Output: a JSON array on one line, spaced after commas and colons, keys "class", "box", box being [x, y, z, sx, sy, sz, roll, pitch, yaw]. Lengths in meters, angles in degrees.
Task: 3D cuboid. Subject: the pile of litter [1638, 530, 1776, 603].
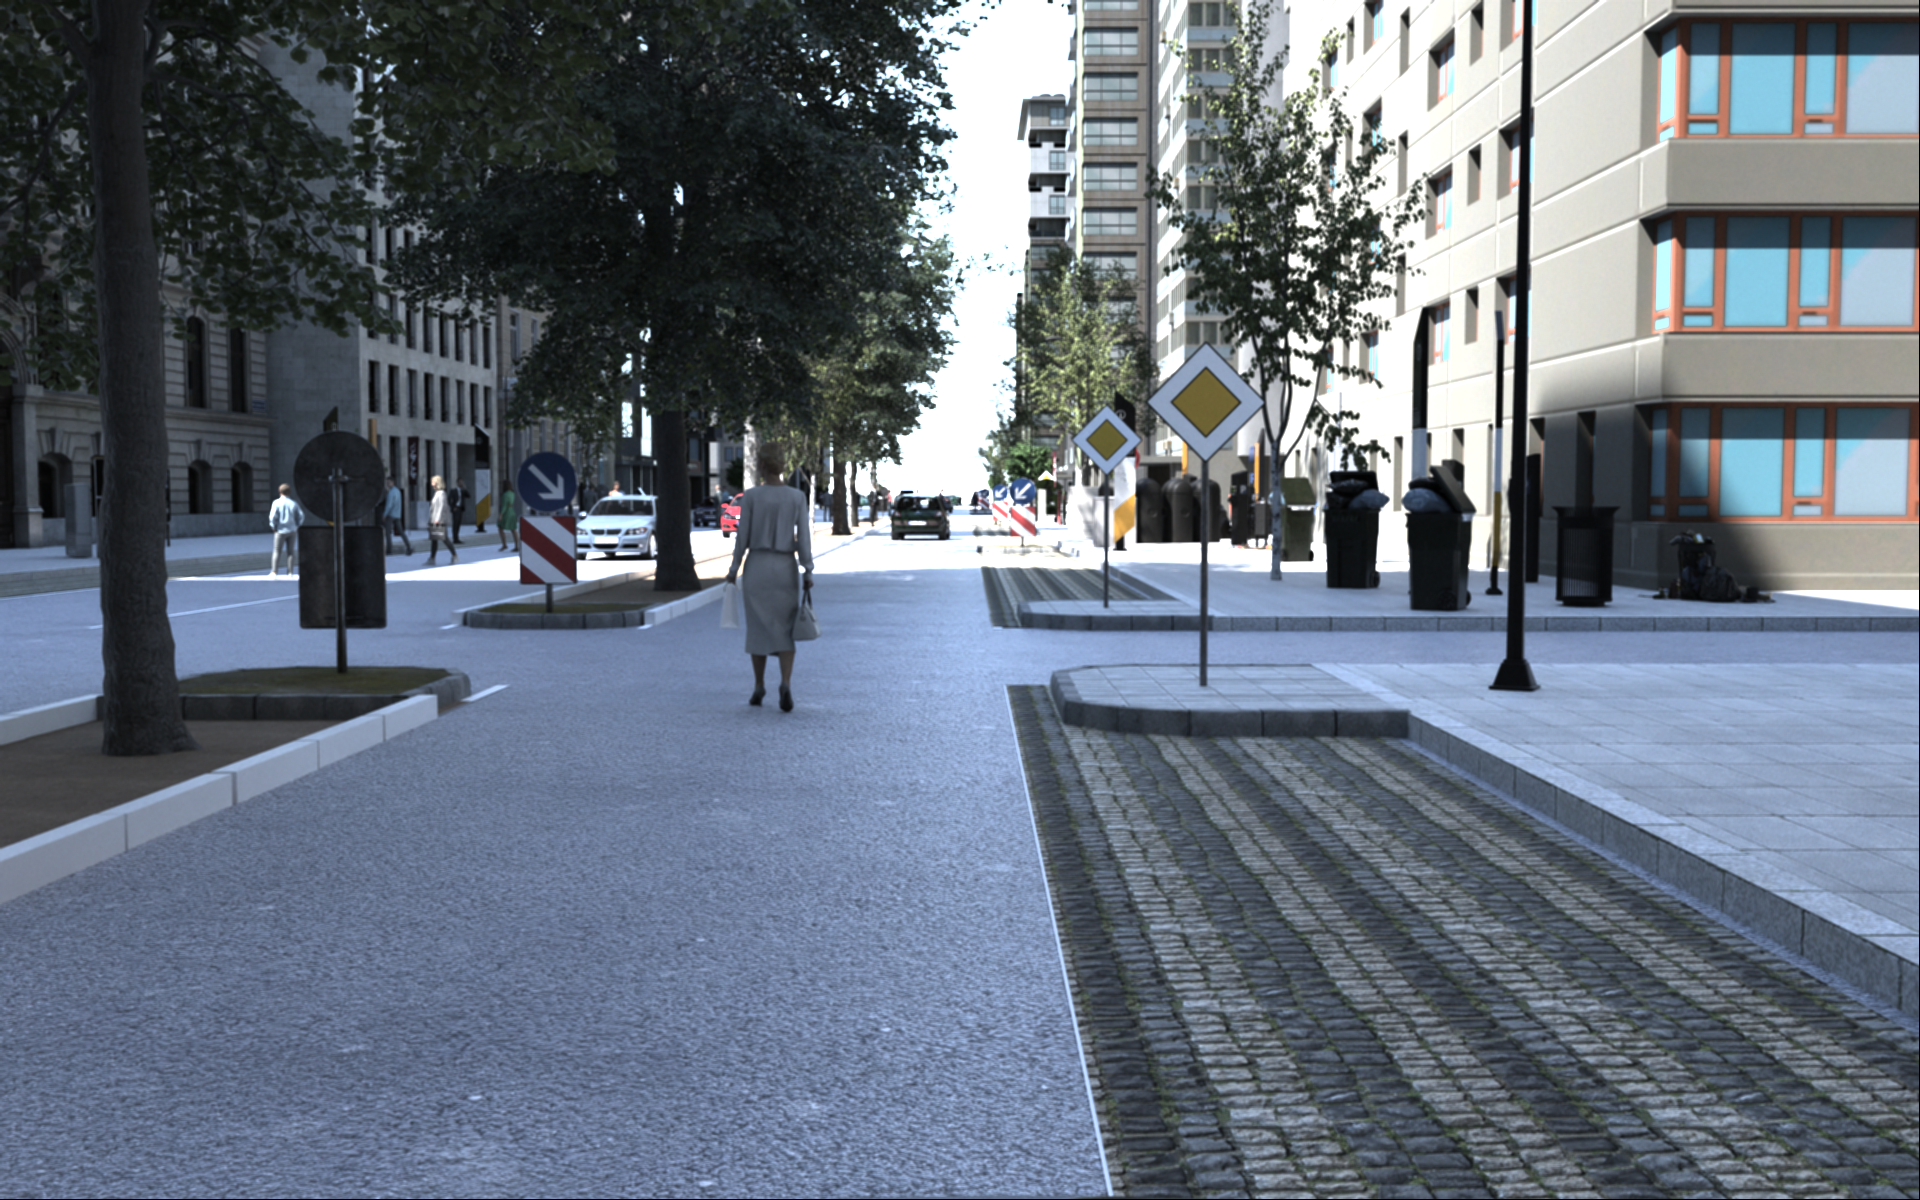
[{"class": "pile of litter", "box": [9.093, -0.435, 21.082, 1.176, 0.858, 1.719, -1, 4, -14]}]

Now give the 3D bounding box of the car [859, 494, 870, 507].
[{"class": "car", "box": [-10.009, -10.775, 187.967, 2.131, 1.459, 4.920, 0, 4, 1]}]

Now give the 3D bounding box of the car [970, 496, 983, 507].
[{"class": "car", "box": [2.044, -11.440, 196.829, 2.009, 1.686, 4.222, 0, 4, 2]}]

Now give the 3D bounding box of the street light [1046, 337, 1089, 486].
[{"class": "street light", "box": [3.248, -4.820, 51.340, 1.470, 5.913, 1.316, 0, 4, 0]}]

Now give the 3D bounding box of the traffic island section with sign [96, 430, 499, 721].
[{"class": "traffic island section with sign", "box": [-4.460, -0.227, 11.856, 2.006, 1.907, 1.989, 0, 4, 0]}]

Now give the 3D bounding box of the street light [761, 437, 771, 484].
[{"class": "street light", "box": [-15.447, -10.220, 139.633, 1.470, 5.913, 1.316, 0, 4, 0]}]

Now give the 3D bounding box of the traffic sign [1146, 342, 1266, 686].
[{"class": "traffic sign", "box": [1.625, -0.482, 11.524, 0.795, 2.450, 0.064, 0, 4, 0]}]

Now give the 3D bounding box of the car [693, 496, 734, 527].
[{"class": "car", "box": [-10.784, -3.941, 77.021, 1.945, 1.354, 3.894, 0, 4, 0]}]

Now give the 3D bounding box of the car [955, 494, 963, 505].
[{"class": "car", "box": [-0.693, -12.631, 218.316, 2.131, 1.459, 4.920, 0, 4, -1]}]

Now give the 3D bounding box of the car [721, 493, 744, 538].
[{"class": "car", "box": [-6.802, -2.979, 57.746, 2.155, 1.783, 4.494, 0, 4, 2]}]

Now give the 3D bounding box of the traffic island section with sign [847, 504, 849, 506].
[{"class": "traffic island section with sign", "box": [-13.856, -13.394, 227.627, 1.989, 1.847, 2.006, 0, 4, 0]}]

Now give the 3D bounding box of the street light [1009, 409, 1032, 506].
[{"class": "street light", "box": [3.337, -7.440, 94.178, 1.470, 5.913, 1.316, 0, 4, 0]}]

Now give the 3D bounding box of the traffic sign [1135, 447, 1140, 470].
[{"class": "traffic sign", "box": [4.120, -2.642, 43.305, 0.768, 2.556, 0.104, 0, 4, 6]}]

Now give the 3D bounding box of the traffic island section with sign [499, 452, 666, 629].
[{"class": "traffic island section with sign", "box": [-4.429, -0.681, 19.263, 2.006, 1.907, 1.989, 0, 4, 0]}]

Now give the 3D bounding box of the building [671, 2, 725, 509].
[{"class": "building", "box": [-31.192, -29.671, 139.743, 22.147, 44.769, 28.867, 0, 4, 0]}]

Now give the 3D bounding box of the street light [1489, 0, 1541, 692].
[{"class": "street light", "box": [3.118, -2.368, 11.252, 1.470, 5.913, 1.316, 0, 4, 0]}]

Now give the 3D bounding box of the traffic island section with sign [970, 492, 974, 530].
[{"class": "traffic island section with sign", "box": [1.489, -3.710, 69.290, 1.989, 1.847, 2.006, 0, 4, 0]}]

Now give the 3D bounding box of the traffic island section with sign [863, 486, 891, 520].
[{"class": "traffic island section with sign", "box": [-4.232, -5.276, 94.402, 2.006, 1.907, 1.989, 0, 4, 0]}]

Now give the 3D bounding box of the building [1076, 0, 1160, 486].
[{"class": "building", "box": [14.029, -25.797, 105.368, 14.154, 41.232, 14.086, 0, 4, 0]}]

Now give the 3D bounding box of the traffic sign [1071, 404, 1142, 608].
[{"class": "traffic sign", "box": [1.647, -0.970, 19.509, 0.795, 2.450, 0.064, 0, 4, 0]}]

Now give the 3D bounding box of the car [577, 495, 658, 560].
[{"class": "car", "box": [-7.454, -1.652, 39.020, 2.014, 1.417, 4.499, 0, 4, 2]}]

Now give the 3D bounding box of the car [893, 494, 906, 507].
[{"class": "car", "box": [-6.684, -11.351, 195.380, 2.009, 1.686, 4.222, 0, 4, -1]}]

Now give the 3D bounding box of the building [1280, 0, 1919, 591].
[{"class": "building", "box": [23.689, -11.677, 35.958, 28.899, 21.520, 27.650, 0, 4, 0]}]

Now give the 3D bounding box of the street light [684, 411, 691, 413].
[{"class": "street light", "box": [-15.635, -7.580, 96.468, 1.470, 5.913, 1.316, 0, 4, 0]}]

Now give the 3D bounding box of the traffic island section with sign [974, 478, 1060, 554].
[{"class": "traffic island section with sign", "box": [1.401, -2.062, 42.335, 1.989, 1.847, 2.006, 0, 4, 0]}]

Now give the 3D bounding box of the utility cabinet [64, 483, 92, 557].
[{"class": "utility cabinet", "box": [-17.894, -1.616, 35.106, 0.318, 1.500, 1.173, -3, 4, -36]}]

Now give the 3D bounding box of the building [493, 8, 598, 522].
[{"class": "building", "box": [-25.953, -18.252, 84.331, 13.634, 28.700, 20.117, 0, 4, 0]}]

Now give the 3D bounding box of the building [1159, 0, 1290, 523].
[{"class": "building", "box": [22.377, -23.872, 82.184, 32.217, 40.220, 23.993, 0, 4, 0]}]

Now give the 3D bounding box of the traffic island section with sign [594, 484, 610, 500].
[{"class": "traffic island section with sign", "box": [-14.290, -3.687, 68.910, 1.989, 1.847, 2.006, 0, 4, 0]}]

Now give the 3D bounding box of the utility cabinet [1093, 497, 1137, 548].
[{"class": "utility cabinet", "box": [3.700, -1.851, 41.426, 1.020, 1.237, 0.306, -1, 4, -10]}]

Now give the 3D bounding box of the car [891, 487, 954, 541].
[{"class": "car", "box": [-1.217, -2.741, 54.598, 2.009, 1.686, 4.222, 0, 4, 2]}]

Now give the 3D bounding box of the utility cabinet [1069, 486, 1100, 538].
[{"class": "utility cabinet", "box": [3.705, -2.490, 49.391, 1.173, 1.500, 0.318, 1, 4, 13]}]

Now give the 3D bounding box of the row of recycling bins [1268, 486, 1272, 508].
[{"class": "row of recycling bins", "box": [12.150, -3.136, 58.386, 3.534, 1.692, 1.069, 1, 4, 19]}]

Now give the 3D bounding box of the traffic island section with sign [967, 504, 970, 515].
[{"class": "traffic island section with sign", "box": [1.625, -6.756, 119.086, 1.989, 1.847, 2.006, 0, 4, 0]}]

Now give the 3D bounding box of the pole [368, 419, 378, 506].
[{"class": "pole", "box": [-15.960, -3.259, 47.131, 0.158, 3.312, 0.155, 0, 3, 0]}]

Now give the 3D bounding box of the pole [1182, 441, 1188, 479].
[{"class": "pole", "box": [7.962, -4.127, 61.313, 0.158, 3.312, 0.155, 0, 3, 0]}]

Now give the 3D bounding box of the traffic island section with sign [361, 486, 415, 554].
[{"class": "traffic island section with sign", "box": [-14.357, -2.038, 41.955, 1.989, 1.847, 2.006, 0, 4, 0]}]

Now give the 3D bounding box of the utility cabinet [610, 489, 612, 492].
[{"class": "utility cabinet", "box": [-16.084, -4.361, 79.982, 0.318, 1.500, 1.173, -1, 4, -22]}]

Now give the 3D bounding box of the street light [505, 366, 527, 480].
[{"class": "street light", "box": [-15.747, -5.486, 62.244, 1.470, 5.913, 1.316, 0, 4, 0]}]

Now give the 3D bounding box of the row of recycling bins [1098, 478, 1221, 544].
[{"class": "row of recycling bins", "box": [5.269, -2.334, 45.272, 3.534, 1.692, 1.069, -2, 4, -25]}]

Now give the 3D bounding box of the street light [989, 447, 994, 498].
[{"class": "street light", "box": [3.495, -12.114, 170.600, 1.470, 5.913, 1.316, 0, 4, 0]}]

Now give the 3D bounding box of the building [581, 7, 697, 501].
[{"class": "building", "box": [-30.078, -29.994, 110.003, 23.786, 49.044, 30.456, 0, 4, 0]}]

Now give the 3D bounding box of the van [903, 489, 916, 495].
[{"class": "van", "box": [-6.755, -13.473, 224.665, 2.240, 2.365, 5.245, 0, 4, 1]}]

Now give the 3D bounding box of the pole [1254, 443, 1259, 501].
[{"class": "pole", "box": [11.884, -4.621, 69.396, 0.158, 3.312, 0.155, 0, 3, 0]}]

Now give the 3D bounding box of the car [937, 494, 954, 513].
[{"class": "car", "box": [-1.463, -7.379, 132.649, 2.014, 1.417, 4.499, 0, 4, 1]}]

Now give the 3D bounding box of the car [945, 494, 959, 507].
[{"class": "car", "box": [-1.112, -11.487, 199.612, 2.131, 1.459, 4.920, 0, 4, -2]}]

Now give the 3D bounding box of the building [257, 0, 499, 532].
[{"class": "building", "box": [-25.002, -12.881, 65.362, 10.420, 20.320, 16.860, 0, 4, 0]}]

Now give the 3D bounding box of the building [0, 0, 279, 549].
[{"class": "building", "box": [-27.647, -13.447, 38.935, 14.460, 24.649, 34.723, 0, 4, 0]}]

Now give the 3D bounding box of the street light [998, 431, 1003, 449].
[{"class": "street light", "box": [3.492, -9.464, 127.277, 1.470, 5.913, 1.316, 0, 4, 0]}]

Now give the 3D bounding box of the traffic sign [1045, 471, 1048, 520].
[{"class": "traffic sign", "box": [4.271, -5.170, 85.714, 0.795, 2.450, 0.064, 1, 4, 9]}]

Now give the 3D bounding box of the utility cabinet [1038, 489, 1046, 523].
[{"class": "utility cabinet", "box": [3.635, -4.152, 76.570, 0.318, 1.500, 1.173, 0, 4, 0]}]
